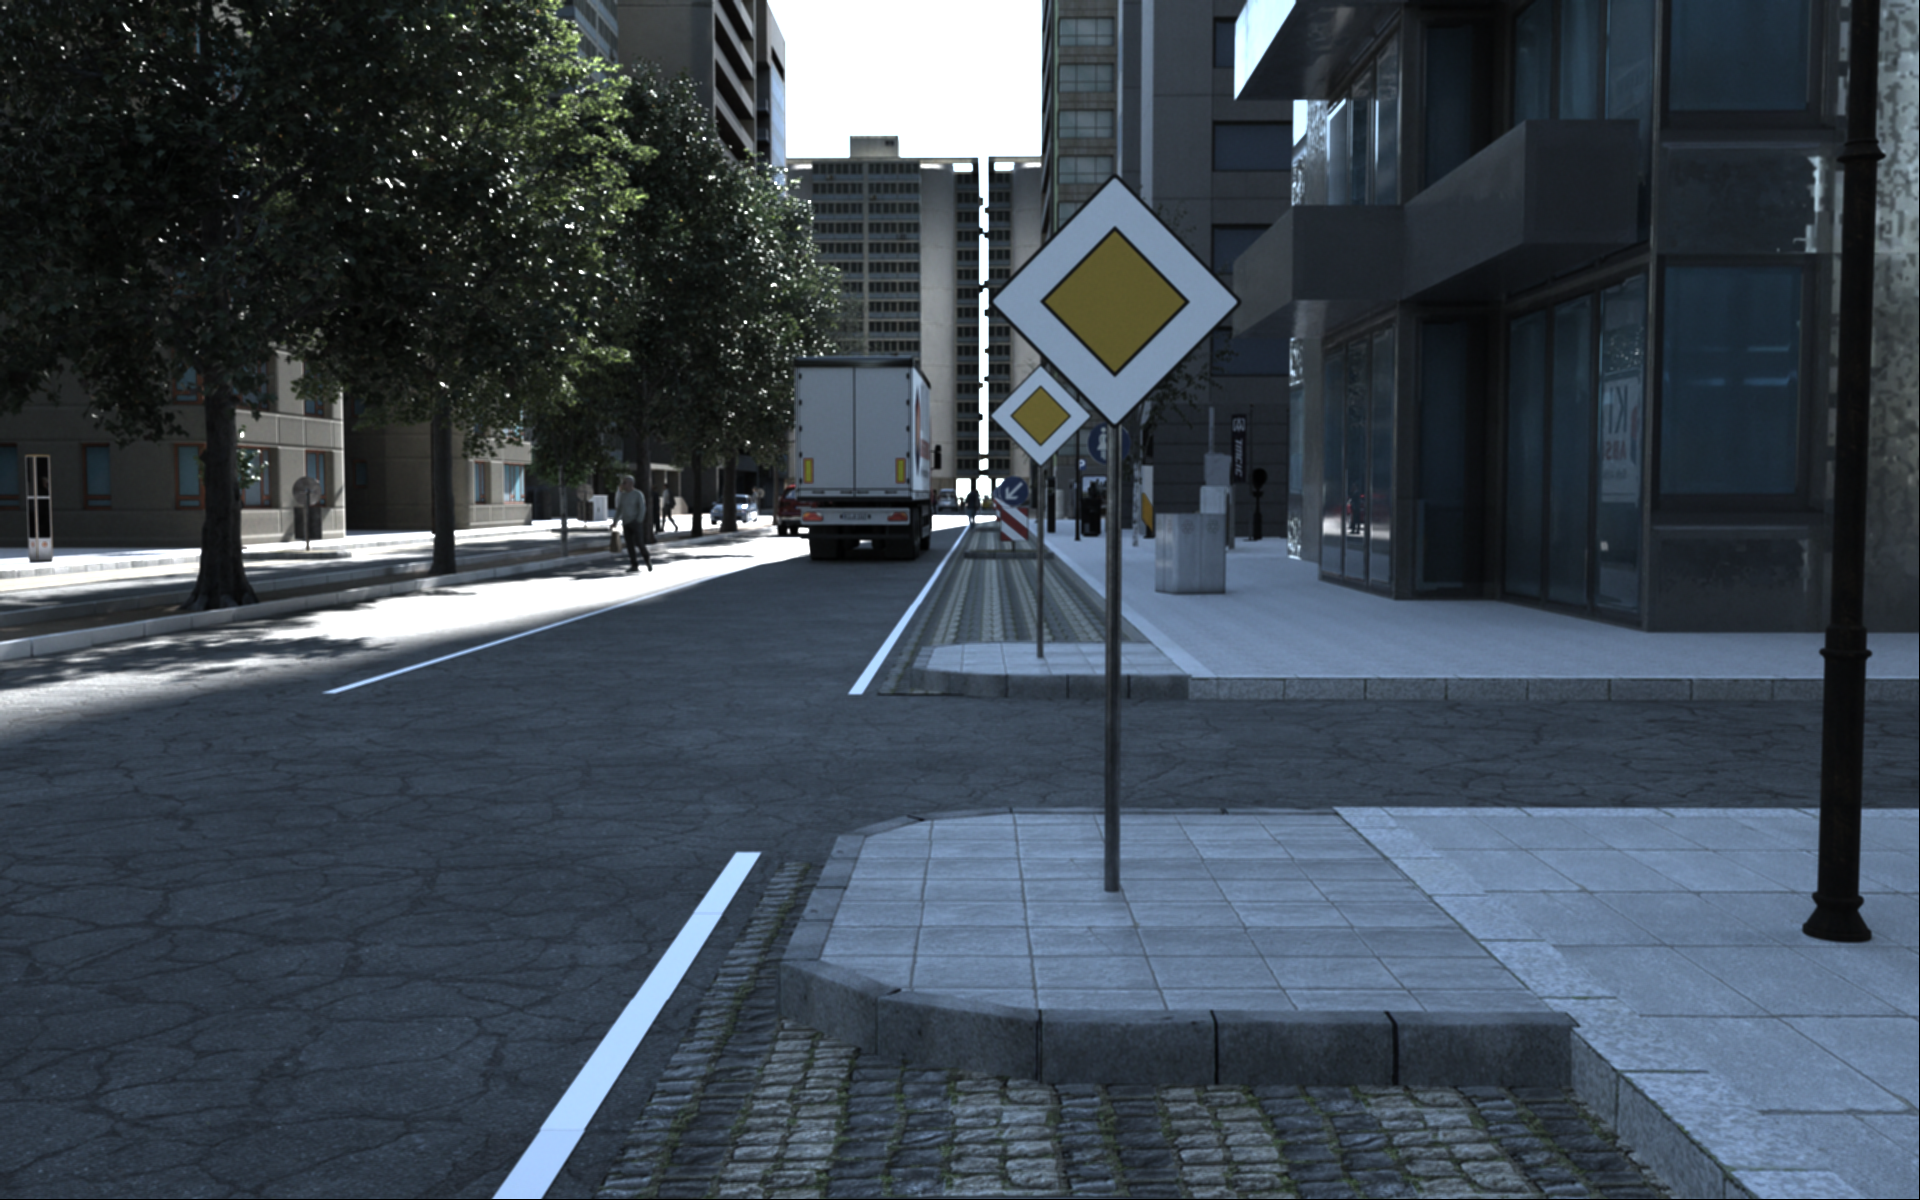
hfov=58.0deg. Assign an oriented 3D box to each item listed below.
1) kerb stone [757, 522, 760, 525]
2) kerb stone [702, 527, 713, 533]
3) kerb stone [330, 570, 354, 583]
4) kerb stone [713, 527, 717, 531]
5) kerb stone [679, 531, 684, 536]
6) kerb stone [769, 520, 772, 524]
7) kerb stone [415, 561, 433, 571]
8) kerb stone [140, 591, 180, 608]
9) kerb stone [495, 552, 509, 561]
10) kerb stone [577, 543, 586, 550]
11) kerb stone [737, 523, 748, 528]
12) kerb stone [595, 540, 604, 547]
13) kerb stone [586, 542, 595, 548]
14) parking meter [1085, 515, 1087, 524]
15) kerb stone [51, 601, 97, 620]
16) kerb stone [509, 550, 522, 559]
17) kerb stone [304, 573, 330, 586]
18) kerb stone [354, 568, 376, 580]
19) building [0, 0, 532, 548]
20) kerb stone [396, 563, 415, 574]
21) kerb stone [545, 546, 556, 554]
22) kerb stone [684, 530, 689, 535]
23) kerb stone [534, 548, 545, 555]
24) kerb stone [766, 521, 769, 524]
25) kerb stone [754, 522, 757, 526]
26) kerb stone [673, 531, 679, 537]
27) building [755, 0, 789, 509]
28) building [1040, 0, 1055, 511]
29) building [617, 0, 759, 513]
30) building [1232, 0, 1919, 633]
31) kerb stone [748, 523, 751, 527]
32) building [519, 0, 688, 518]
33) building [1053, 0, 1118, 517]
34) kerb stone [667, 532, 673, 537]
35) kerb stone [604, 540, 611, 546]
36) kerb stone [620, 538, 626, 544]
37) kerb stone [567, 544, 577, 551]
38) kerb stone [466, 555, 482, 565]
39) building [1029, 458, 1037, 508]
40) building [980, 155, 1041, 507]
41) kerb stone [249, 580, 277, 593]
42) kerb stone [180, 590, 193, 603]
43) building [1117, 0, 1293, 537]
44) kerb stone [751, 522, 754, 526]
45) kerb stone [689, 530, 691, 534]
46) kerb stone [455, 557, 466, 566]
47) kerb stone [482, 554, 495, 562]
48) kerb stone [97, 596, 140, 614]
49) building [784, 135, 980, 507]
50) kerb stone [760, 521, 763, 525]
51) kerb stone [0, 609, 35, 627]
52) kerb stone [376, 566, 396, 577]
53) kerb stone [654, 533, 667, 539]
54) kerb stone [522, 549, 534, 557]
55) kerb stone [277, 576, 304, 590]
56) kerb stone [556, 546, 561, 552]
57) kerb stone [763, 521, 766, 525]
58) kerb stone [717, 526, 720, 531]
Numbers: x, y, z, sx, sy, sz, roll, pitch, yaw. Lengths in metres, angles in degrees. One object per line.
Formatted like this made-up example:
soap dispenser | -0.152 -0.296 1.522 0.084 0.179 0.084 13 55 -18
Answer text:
kerb stone | -9.278 -3.436 78.382 0.120 0.150 1.000 0 4 1
kerb stone | -9.511 -2.621 65.047 0.120 0.150 1.000 0 4 1
kerb stone | -10.148 -0.364 28.170 0.120 0.150 1.000 0 4 1
kerb stone | -9.496 -2.681 66.071 0.120 0.150 1.000 0 4 1
kerb stone | -9.620 -2.246 58.914 0.120 0.150 1.000 0 4 1
kerb stone | -9.213 -3.687 82.479 0.120 0.150 1.000 0 4 1
kerb stone | -10.076 -0.616 32.267 0.120 0.150 1.000 0 4 1
kerb stone | -10.249 0.011 22.017 0.120 0.150 1.000 0 4 1
kerb stone | -9.994 -0.926 37.385 0.120 0.150 1.000 0 4 1
kerb stone | -9.865 -1.364 44.552 0.120 0.150 1.000 0 4 1
kerb stone | -9.347 -3.185 74.273 0.120 0.150 1.000 0 4 1
kerb stone | -9.833 -1.492 46.609 0.120 0.150 1.000 0 4 1
kerb stone | -9.850 -1.430 45.580 0.120 0.150 1.000 0 4 1
parking meter | 5.469 -4.269 75.502 0.399 1.863 0.255 -3 5 -44
kerb stone | -10.296 0.136 19.964 0.120 0.150 1.000 0 4 1
kerb stone | -9.973 -0.992 38.408 0.120 0.150 1.000 0 4 1
kerb stone | -10.169 -0.301 27.145 0.120 0.150 1.000 0 4 1
kerb stone | -10.128 -0.428 29.192 0.120 0.150 1.000 0 4 1
building | -31.371 -12.854 55.201 27.650 21.520 28.899 0 4 1
kerb stone | -10.096 -0.547 31.240 0.120 0.150 1.000 0 4 1
kerb stone | -9.918 -1.173 41.482 0.120 0.150 1.000 0 4 1
kerb stone | -9.604 -2.303 59.937 0.120 0.150 1.000 0 4 1
kerb stone | -9.943 -1.116 40.460 0.120 0.150 1.000 0 4 1
kerb stone | -9.229 -3.620 81.448 0.120 0.150 1.000 0 4 1
kerb stone | -9.306 -3.374 77.354 0.120 0.150 1.000 0 4 1
kerb stone | -9.632 -2.182 57.892 0.120 0.150 1.000 0 4 1
building | -23.375 -30.913 155.539 14.200 45.320 14.600 0 4 1
building | 16.619 -30.425 121.157 21.300 48.544 21.600 0 4 1
building | -26.590 -30.600 124.010 21.300 48.544 21.600 0 4 1
building | 19.263 -24.724 23.841 30.456 49.044 23.786 0 4 1
kerb stone | -9.338 -3.246 75.295 0.120 0.150 1.000 0 4 1
building | -33.288 -25.010 100.802 32.217 40.220 23.993 0 4 1
building | 12.581 -25.664 103.208 14.154 41.232 14.086 0 4 1
kerb stone | -9.656 -2.121 56.869 0.120 0.150 1.000 0 4 1
kerb stone | -9.813 -1.556 47.631 0.120 0.150 1.000 0 4 1
kerb stone | -9.759 -1.744 50.715 0.120 0.150 1.000 0 4 1
kerb stone | -9.881 -1.300 43.530 0.120 0.150 1.000 0 4 1
kerb stone | -10.021 -0.798 35.336 0.120 0.150 1.000 0 4 1
building | 17.490 -50.983 146.238 22.319 86.520 31.000 0 4 1
building | 14.577 -30.411 189.104 23.993 40.220 32.217 0 4 1
kerb stone | -10.202 -0.177 25.092 0.120 0.150 1.000 0 4 1
kerb stone | -10.238 -0.052 23.042 0.120 0.150 1.000 0 4 1
building | 16.399 -31.907 63.681 21.231 58.520 28.212 0 4 1
kerb stone | -9.314 -3.307 76.323 0.120 0.150 1.000 0 4 1
kerb stone | -9.586 -2.371 60.959 0.120 0.150 1.000 0 4 1
kerb stone | -10.046 -0.741 34.311 0.120 0.150 1.000 0 4 1
kerb stone | -10.011 -0.861 36.361 0.120 0.150 1.000 0 4 1
kerb stone | -10.274 0.074 20.990 0.120 0.150 1.000 0 4 1
building | -9.403 -30.468 190.036 23.993 40.220 32.217 0 4 1
kerb stone | -9.262 -3.499 79.404 0.120 0.150 1.000 0 4 1
kerb stone | -10.304 0.199 18.942 0.120 0.150 1.000 0 4 1
kerb stone | -10.110 -0.490 30.214 0.120 0.150 1.000 0 4 1
kerb stone | -9.669 -2.058 55.847 0.120 0.150 1.000 0 4 1
kerb stone | -9.953 -1.050 39.431 0.120 0.150 1.000 0 4 1
kerb stone | -10.184 -0.236 26.115 0.120 0.150 1.000 0 4 1
kerb stone | -9.899 -1.238 42.508 0.120 0.150 1.000 0 4 1
kerb stone | -9.245 -3.561 80.426 0.120 0.150 1.000 0 4 1
kerb stone | -9.480 -2.746 67.099 0.120 0.150 1.000 0 4 1
